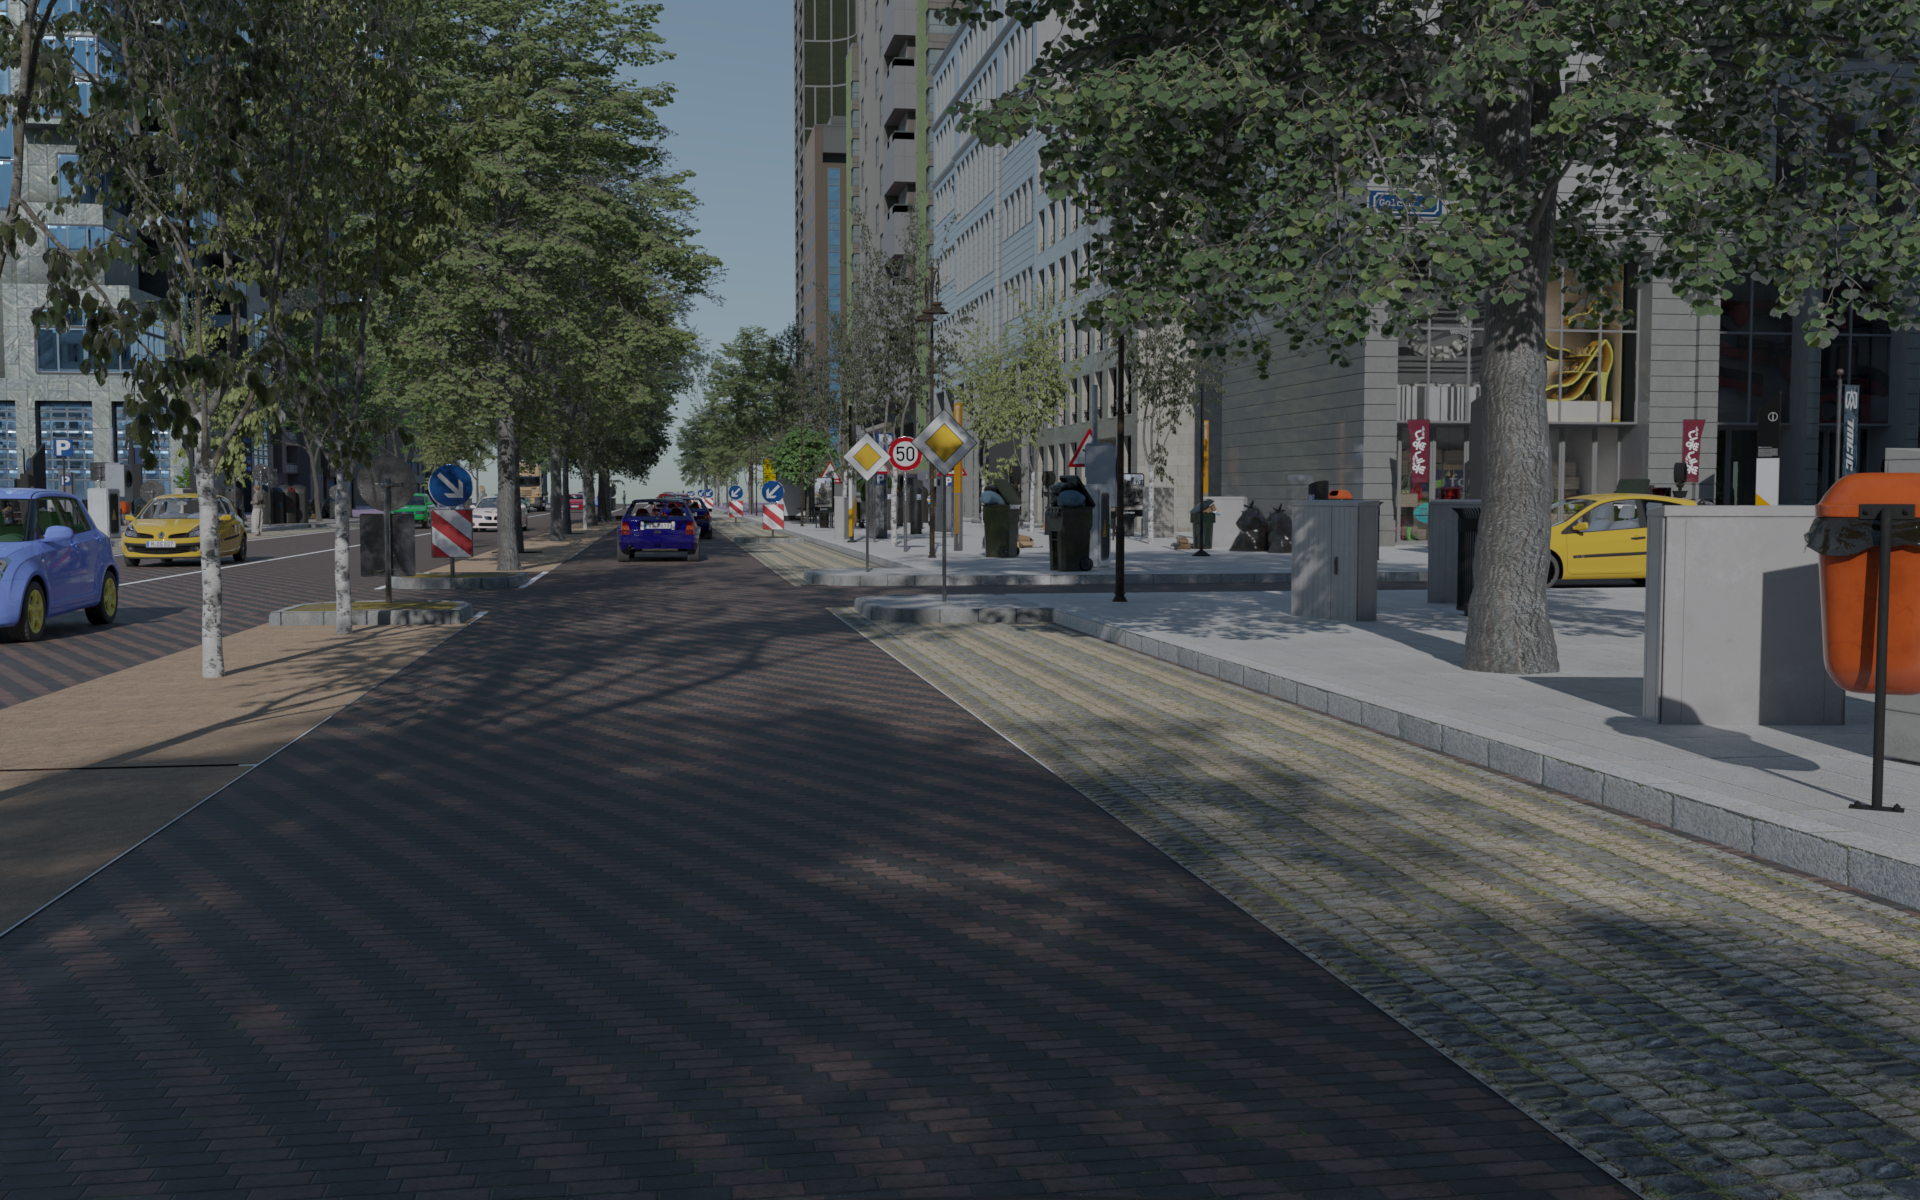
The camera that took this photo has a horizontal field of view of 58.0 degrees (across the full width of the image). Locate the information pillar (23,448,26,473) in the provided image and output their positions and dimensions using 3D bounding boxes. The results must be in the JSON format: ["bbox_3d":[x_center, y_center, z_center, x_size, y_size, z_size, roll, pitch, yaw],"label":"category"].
[{"bbox_3d":[-47.819,-5.945,88.557,0.183,3.616,0.504,-2,4,-30],"label":"information pillar"}]

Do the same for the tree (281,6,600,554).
[{"bbox_3d":[-10.766,-7.876,41.602,12.009,13.543,11.850,0,3,0],"label":"tree"}]

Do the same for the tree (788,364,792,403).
[{"bbox_3d":[-3.834,-6.541,57.306,4.360,8.622,3.978,0,3,0],"label":"tree"}]

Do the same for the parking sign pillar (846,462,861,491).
[{"bbox_3d":[-5.762,-6.699,97.993,1.447,3.967,1.447,1,4,16],"label":"parking sign pillar"}]

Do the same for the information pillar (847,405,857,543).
[{"bbox_3d":[-2.849,-3.333,45.852,0.183,3.616,0.504,1,4,11],"label":"information pillar"}]

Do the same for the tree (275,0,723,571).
[{"bbox_3d":[-8.229,-6.781,31.448,7.486,12.596,7.792,0,3,0],"label":"tree"}]

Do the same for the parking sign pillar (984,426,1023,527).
[{"bbox_3d":[1.794,-4.909,68.729,1.447,3.967,1.447,0,4,2],"label":"parking sign pillar"}]

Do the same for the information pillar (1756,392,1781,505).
[{"bbox_3d":[18.739,-2.984,40.143,0.504,3.616,0.183,3,4,38],"label":"information pillar"}]

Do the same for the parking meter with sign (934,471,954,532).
[{"bbox_3d":[-0.486,-3.818,58.686,0.543,3.016,1.738,-1,4,-20],"label":"parking meter with sign"}]

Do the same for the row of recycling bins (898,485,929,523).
[{"bbox_3d":[-2.460,-4.340,78.076,1.069,1.692,3.534,-2,4,-26],"label":"row of recycling bins"}]

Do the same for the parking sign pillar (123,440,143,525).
[{"bbox_3d":[-34.630,-5.153,72.722,1.447,3.967,1.447,-2,4,-28],"label":"parking sign pillar"}]

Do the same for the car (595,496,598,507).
[{"bbox_3d":[-40.479,-11.438,196.602,1.945,1.707,3.694,0,4,-8],"label":"car"}]

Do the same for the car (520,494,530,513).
[{"bbox_3d":[-33.590,-7.294,131.053,2.131,1.459,4.920,-1,4,-9],"label":"car"}]

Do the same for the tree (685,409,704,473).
[{"bbox_3d":[-21.817,-13.974,162.890,8.767,10.594,7.601,0,4,-1],"label":"tree"}]

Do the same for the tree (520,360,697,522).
[{"bbox_3d":[-18.222,-10.301,87.885,9.611,12.733,9.660,0,3,0],"label":"tree"}]

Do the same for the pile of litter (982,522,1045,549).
[{"bbox_3d":[1.243,-1.664,41.168,1.719,0.858,1.176,-1,4,-23],"label":"pile of litter"}]

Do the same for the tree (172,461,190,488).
[{"bbox_3d":[-41.530,-6.030,93.197,1.663,3.219,1.824,0,3,0],"label":"tree"}]

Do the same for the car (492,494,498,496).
[{"bbox_3d":[-28.905,-5.974,109.473,2.131,1.459,4.920,-1,4,-10],"label":"car"}]

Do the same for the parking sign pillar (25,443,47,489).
[{"bbox_3d":[-48.515,-6.267,90.937,1.447,3.967,1.447,0,4,0],"label":"parking sign pillar"}]

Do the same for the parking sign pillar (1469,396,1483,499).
[{"bbox_3d":[13.170,-3.239,41.424,1.447,3.967,1.447,-1,4,-16],"label":"parking sign pillar"}]

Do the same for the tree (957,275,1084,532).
[{"bbox_3d":[2.370,-6.615,58.525,4.737,8.622,4.395,0,3,0],"label":"tree"}]

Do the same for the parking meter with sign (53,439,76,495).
[{"bbox_3d":[-28.686,-3.636,55.701,0.543,3.016,1.738,-1,4,-20],"label":"parking meter with sign"}]

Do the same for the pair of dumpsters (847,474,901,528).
[{"bbox_3d":[-3.224,-3.816,64.878,1.574,2.255,4.437,-1,4,-10],"label":"pair of dumpsters"}]

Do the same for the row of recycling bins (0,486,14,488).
[{"bbox_3d":[-50.582,-5.208,92.265,1.069,1.692,3.534,0,4,2],"label":"row of recycling bins"}]

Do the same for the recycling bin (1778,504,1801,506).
[{"bbox_3d":[19.712,-1.785,41.743,0.722,1.027,0.722,-2,4,-29],"label":"recycling bin"}]

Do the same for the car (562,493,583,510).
[{"bbox_3d":[-29.807,-7.681,134.623,2.155,1.783,4.494,-1,4,-9],"label":"car"}]

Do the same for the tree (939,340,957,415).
[{"bbox_3d":[1.198,-7.436,71.943,4.737,8.622,4.395,0,3,0],"label":"tree"}]

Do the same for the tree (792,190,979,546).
[{"bbox_3d":[-1.616,-5.651,42.761,4.360,8.622,3.978,0,3,0],"label":"tree"}]

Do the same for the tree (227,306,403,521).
[{"bbox_3d":[-30.264,-8.972,81.105,7.601,10.594,8.767,3,5,44],"label":"tree"}]

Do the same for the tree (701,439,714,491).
[{"bbox_3d":[-25.631,-14.412,185.993,4.737,8.622,4.395,0,3,0],"label":"tree"}]

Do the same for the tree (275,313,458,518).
[{"bbox_3d":[-33.247,-10.303,94.216,9.928,11.665,9.643,0,3,0],"label":"tree"}]

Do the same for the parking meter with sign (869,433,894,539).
[{"bbox_3d":[-2.343,-3.298,50.189,0.543,3.016,1.738,-1,4,-14],"label":"parking meter with sign"}]

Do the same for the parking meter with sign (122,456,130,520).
[{"bbox_3d":[-37.933,-5.022,78.366,1.738,3.016,0.543,2,4,26],"label":"parking meter with sign"}]

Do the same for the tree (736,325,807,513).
[{"bbox_3d":[-13.658,-12.125,116.373,7.486,12.596,7.792,0,3,0],"label":"tree"}]

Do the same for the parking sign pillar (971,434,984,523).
[{"bbox_3d":[1.205,-5.374,76.335,1.447,3.967,1.447,1,4,17],"label":"parking sign pillar"}]

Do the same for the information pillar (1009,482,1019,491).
[{"bbox_3d":[1.983,-3.613,63.568,0.304,2.012,0.304,-2,4,-25],"label":"information pillar"}]

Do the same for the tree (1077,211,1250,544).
[{"bbox_3d":[5.164,-5.755,44.451,4.360,8.622,3.978,0,3,0],"label":"tree"}]

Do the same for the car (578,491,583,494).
[{"bbox_3d":[-50.270,-13.636,231.617,2.281,1.827,5.304,-1,4,-10],"label":"car"}]

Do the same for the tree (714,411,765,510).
[{"bbox_3d":[-16.477,-11.289,134.939,4.737,8.622,4.395,0,3,0],"label":"tree"}]

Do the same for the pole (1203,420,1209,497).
[{"bbox_3d":[6.803,-3.312,47.998,0.158,3.312,0.155,0,3,0],"label":"pole"}]

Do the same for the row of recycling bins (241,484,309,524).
[{"bbox_3d":[-29.417,-4.144,74.861,1.069,1.692,3.534,1,4,11],"label":"row of recycling bins"}]

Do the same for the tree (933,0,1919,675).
[{"bbox_3d":[3.913,-6.458,12.250,9.857,13.997,8.962,0,3,0],"label":"tree"}]

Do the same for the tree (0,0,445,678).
[{"bbox_3d":[-5.759,-3.681,12.998,4.360,8.622,3.978,0,3,0],"label":"tree"}]

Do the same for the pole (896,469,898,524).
[{"bbox_3d":[-2.656,-4.777,71.944,0.158,3.312,0.155,0,3,0],"label":"pole"}]

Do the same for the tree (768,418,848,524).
[{"bbox_3d":[-6.581,-5.590,75.111,4.285,4.588,4.351,0,3,0],"label":"tree"}]

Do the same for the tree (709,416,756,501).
[{"bbox_3d":[-19.248,-12.043,147.259,4.360,8.622,3.978,0,3,0],"label":"tree"}]

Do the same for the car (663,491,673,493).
[{"bbox_3d":[-40.756,-14.252,241.687,2.281,1.827,5.304,-1,4,-11],"label":"car"}]

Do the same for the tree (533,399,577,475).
[{"bbox_3d":[-16.618,-10.298,77.482,9.857,13.997,8.962,0,3,0],"label":"tree"}]

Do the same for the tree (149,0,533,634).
[{"bbox_3d":[-6.351,-3.962,17.604,4.737,8.622,4.395,0,3,0],"label":"tree"}]

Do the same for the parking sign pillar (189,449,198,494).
[{"bbox_3d":[-29.989,-4.891,68.435,1.447,3.967,1.447,0,4,-5],"label":"parking sign pillar"}]

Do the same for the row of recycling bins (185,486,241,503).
[{"bbox_3d":[-38.182,-4.974,88.446,3.534,1.692,1.069,1,4,19],"label":"row of recycling bins"}]

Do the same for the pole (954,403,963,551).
[{"bbox_3d":[-0.039,-2.759,38.953,0.158,3.312,0.155,0,3,0],"label":"pole"}]

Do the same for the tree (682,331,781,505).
[{"bbox_3d":[-26.792,-21.038,199.866,12.611,20.169,13.585,0,3,0],"label":"tree"}]

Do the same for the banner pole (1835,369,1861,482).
[{"bbox_3d":[17.795,-2.741,34.838,0.863,3.779,0.401,-2,4,-29],"label":"banner pole"}]

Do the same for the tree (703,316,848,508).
[{"bbox_3d":[-9.250,-9.540,90.390,7.601,10.594,8.767,-1,4,-10],"label":"tree"}]

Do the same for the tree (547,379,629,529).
[{"bbox_3d":[-15.100,-7.140,69.551,4.360,8.622,3.978,0,3,0],"label":"tree"}]
